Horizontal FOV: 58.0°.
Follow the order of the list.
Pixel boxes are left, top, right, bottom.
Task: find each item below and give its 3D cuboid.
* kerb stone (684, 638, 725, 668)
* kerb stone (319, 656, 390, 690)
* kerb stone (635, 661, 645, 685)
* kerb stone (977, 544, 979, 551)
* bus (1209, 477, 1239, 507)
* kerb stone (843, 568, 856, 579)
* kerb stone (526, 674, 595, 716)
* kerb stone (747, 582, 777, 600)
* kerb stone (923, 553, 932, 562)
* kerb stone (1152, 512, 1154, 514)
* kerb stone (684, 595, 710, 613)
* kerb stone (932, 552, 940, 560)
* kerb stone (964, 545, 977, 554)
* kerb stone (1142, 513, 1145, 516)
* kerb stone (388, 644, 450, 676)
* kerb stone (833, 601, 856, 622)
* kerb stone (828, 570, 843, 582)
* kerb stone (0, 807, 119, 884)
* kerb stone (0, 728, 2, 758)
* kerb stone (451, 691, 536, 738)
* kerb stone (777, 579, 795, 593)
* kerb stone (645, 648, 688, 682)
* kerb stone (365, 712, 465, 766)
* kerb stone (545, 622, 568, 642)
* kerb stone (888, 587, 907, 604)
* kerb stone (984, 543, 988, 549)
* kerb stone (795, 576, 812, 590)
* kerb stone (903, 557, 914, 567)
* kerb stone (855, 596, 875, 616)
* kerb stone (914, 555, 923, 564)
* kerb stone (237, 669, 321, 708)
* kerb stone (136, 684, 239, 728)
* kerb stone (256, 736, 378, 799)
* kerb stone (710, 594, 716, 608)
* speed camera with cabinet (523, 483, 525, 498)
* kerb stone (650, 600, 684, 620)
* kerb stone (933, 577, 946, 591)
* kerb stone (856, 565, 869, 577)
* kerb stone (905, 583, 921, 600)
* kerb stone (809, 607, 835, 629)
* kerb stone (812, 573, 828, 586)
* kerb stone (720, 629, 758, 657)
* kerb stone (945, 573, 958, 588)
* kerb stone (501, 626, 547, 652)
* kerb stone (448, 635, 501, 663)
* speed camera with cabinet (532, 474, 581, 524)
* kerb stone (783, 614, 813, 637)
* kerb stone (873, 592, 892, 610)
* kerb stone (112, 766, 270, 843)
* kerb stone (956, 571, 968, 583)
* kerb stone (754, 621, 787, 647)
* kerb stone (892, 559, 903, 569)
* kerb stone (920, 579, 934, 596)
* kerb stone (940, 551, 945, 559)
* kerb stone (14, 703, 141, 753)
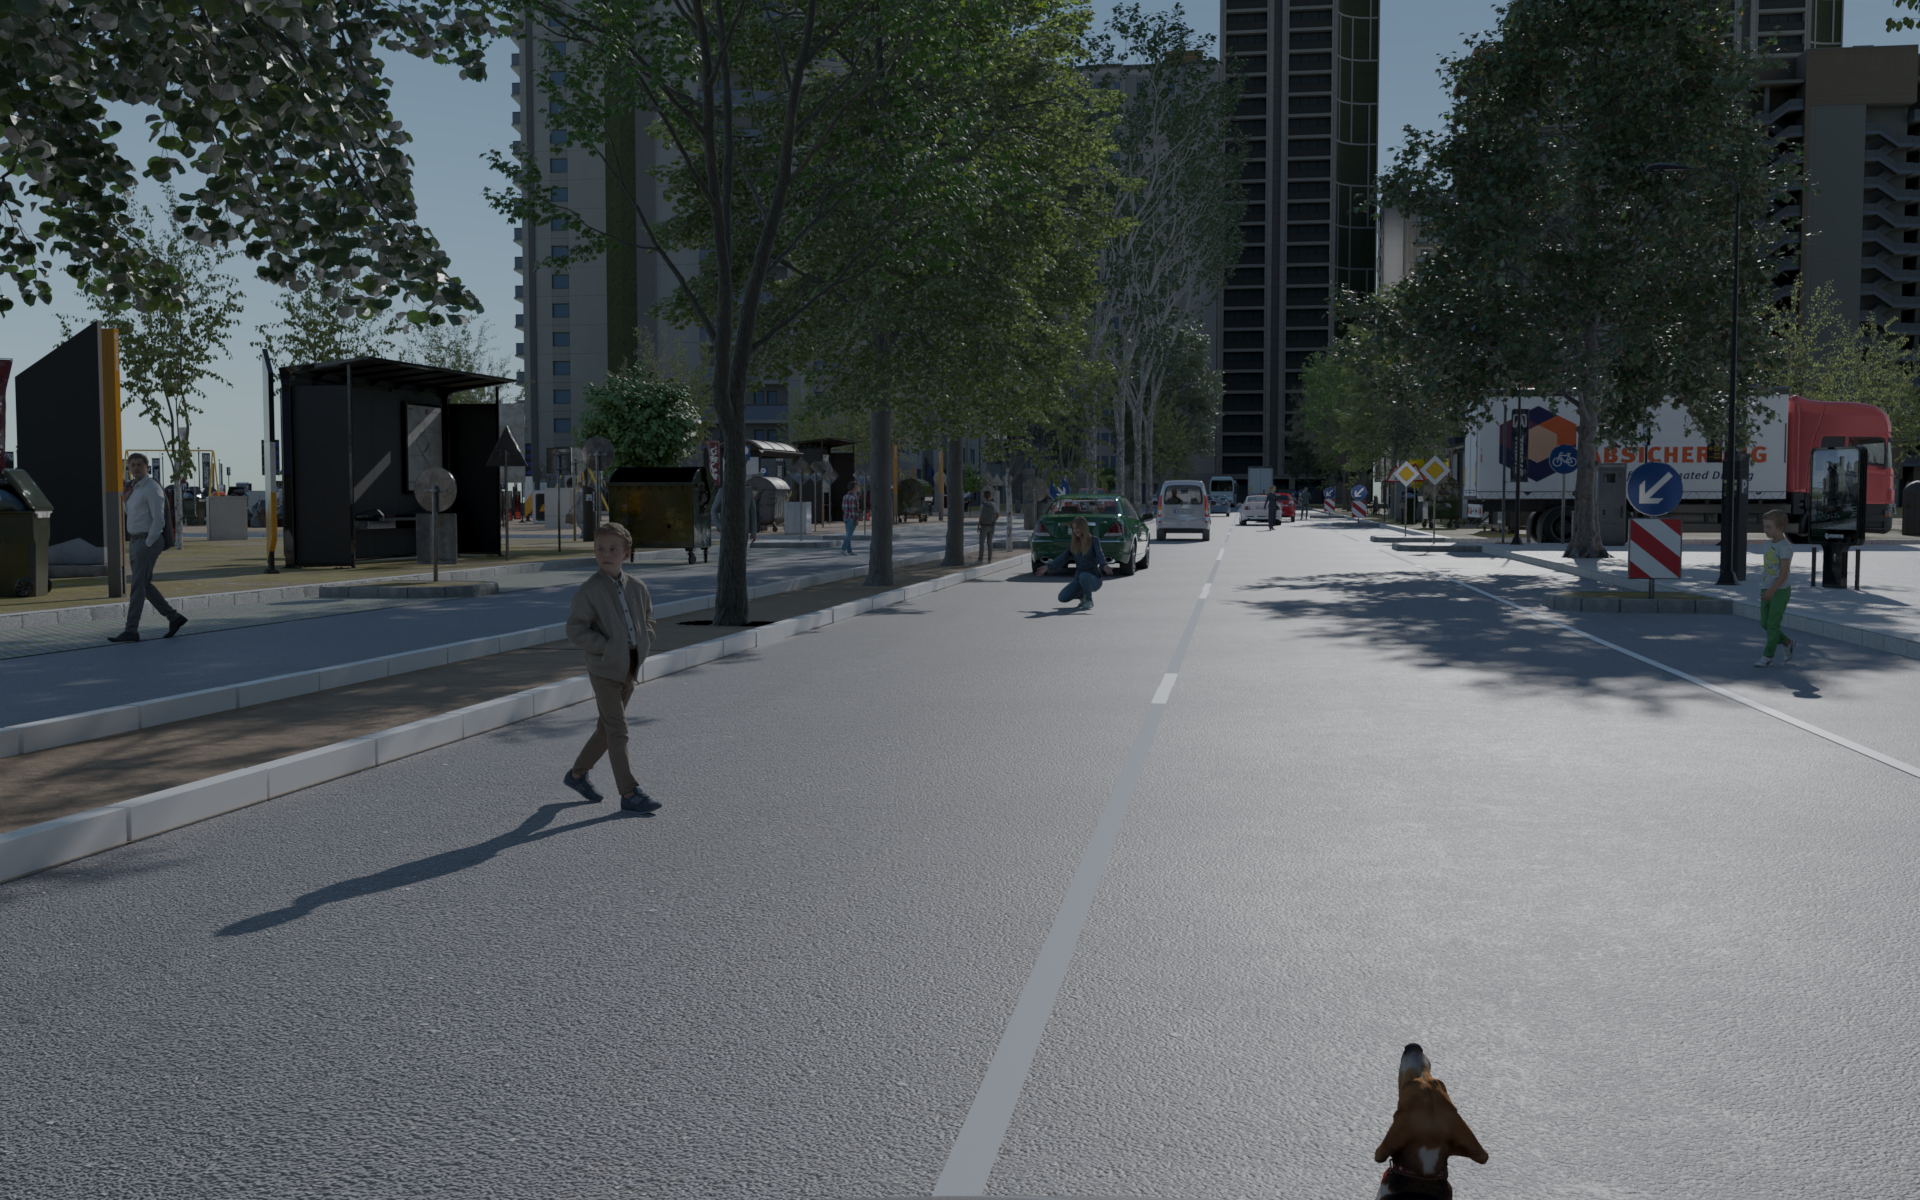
[{"bbox_3d":[-2.217,0.460,14.681,0.120,0.150,1.000,1,4,9],"label":"kerb stone"},{"bbox_3d":[-4.611,0.564,13.040,0.120,0.150,1.000,1,4,9],"label":"kerb stone"},{"bbox_3d":[-2.553,0.584,12.665,0.120,0.150,1.000,1,4,9],"label":"kerb stone"},{"bbox_3d":[0.387,-1.293,43.355,0.120,0.150,1.000,1,4,9],"label":"kerb stone"},{"bbox_3d":[28.802,-11.883,189.147,2.948,3.499,13.247,1,4,10],"label":"bus"},{"bbox_3d":[-1.958,-0.425,29.187,0.120,0.150,1.000,1,4,9],"label":"kerb stone"},{"bbox_3d":[-2.718,0.645,11.651,0.120,0.150,1.000,1,4,9],"label":"kerb stone"},{"bbox_3d":[-2.781,-0.118,24.141,0.120,0.150,1.000,1,4,9],"label":"kerb stone"},{"bbox_3d":[-0.791,-0.861,36.266,0.120,0.150,1.000,1,4,9],"label":"kerb stone"},{"bbox_3d":[14.161,-6.401,126.939,0.120,0.150,1.000,1,4,9],"label":"kerb stone"},{"bbox_3d":[-3.284,0.066,21.112,0.120,0.150,1.000,1,4,9],"label":"kerb stone"},{"bbox_3d":[-0.626,-0.921,37.275,0.120,0.150,1.000,1,4,9],"label":"kerb stone"},{"bbox_3d":[0.215,-1.233,42.347,0.120,0.150,1.000,1,4,9],"label":"kerb stone"},{"bbox_3d":[12.654,-5.848,117.817,0.120,0.150,1.000,1,4,9],"label":"kerb stone"},{"bbox_3d":[-4.445,0.500,14.049,0.120,0.150,1.000,1,4,9],"label":"kerb stone"},{"bbox_3d":[-1.380,0.150,19.745,0.120,0.150,1.000,1,4,9],"label":"kerb stone"},{"bbox_3d":[-2.126,-0.366,28.179,0.120,0.150,1.000,1,4,9],"label":"kerb stone"},{"bbox_3d":[-3.550,0.955,6.600,0.120,0.150,1.000,1,4,9],"label":"kerb stone"},{"bbox_3d":[-5.287,0.808,8.980,0.120,0.150,1.000,1,4,9],"label":"kerb stone"},{"bbox_3d":[-2.882,0.709,10.643,0.120,0.150,1.000,1,4,9],"label":"kerb stone"},{"bbox_3d":[-2.621,-0.181,25.152,0.120,0.150,1.000,1,4,9],"label":"kerb stone"},{"bbox_3d":[-2.382,0.521,13.673,0.120,0.150,1.000,1,4,9],"label":"kerb stone"},{"bbox_3d":[-3.047,0.774,9.634,0.120,0.150,1.000,1,4,9],"label":"kerb stone"},{"bbox_3d":[-3.946,0.313,17.078,0.120,0.150,1.000,1,4,9],"label":"kerb stone"},{"bbox_3d":[-0.890,-0.036,22.779,0.120,0.150,1.000,1,4,9],"label":"kerb stone"},{"bbox_3d":[0.545,-1.353,44.367,0.120,0.150,1.000,1,4,9],"label":"kerb stone"},{"bbox_3d":[-2.454,-0.242,26.160,0.120,0.150,1.000,1,4,9],"label":"kerb stone"},{"bbox_3d":[-1.116,-0.731,34.244,0.120,0.150,1.000,1,4,9],"label":"kerb stone"},{"bbox_3d":[-1.218,0.088,20.760,0.120,0.150,1.000,1,4,9],"label":"kerb stone"},{"bbox_3d":[-0.958,-0.791,35.258,0.120,0.150,1.000,1,4,9],"label":"kerb stone"},{"bbox_3d":[-4.774,0.622,12.031,0.120,0.150,1.000,1,4,9],"label":"kerb stone"},{"bbox_3d":[-4.948,0.684,11.019,0.120,0.150,1.000,1,4,9],"label":"kerb stone"},{"bbox_3d":[-3.215,0.836,8.623,0.120,0.150,1.000,1,4,9],"label":"kerb stone"},{"bbox_3d":[-3.110,0.007,22.119,0.120,0.150,1.000,1,4,9],"label":"kerb stone"},{"bbox_3d":[-29.993,-7.827,122.303,2.038,3.252,0.660,2,4,35],"label":"speed camera with cabinet"},{"bbox_3d":[-3.448,0.128,20.103,0.120,0.150,1.000,1,4,9],"label":"kerb stone"},{"bbox_3d":[-0.386,-0.221,25.803,0.120,0.150,1.000,1,4,9],"label":"kerb stone"},{"bbox_3d":[-1.780,-0.484,30.199,0.120,0.150,1.000,1,4,9],"label":"kerb stone"},{"bbox_3d":[-0.716,-0.097,23.786,0.120,0.150,1.000,1,4,9],"label":"kerb stone"},{"bbox_3d":[-1.556,0.216,18.736,0.120,0.150,1.000,1,4,9],"label":"kerb stone"},{"bbox_3d":[-2.285,-0.304,27.169,0.120,0.150,1.000,1,4,9],"label":"kerb stone"},{"bbox_3d":[-2.049,0.398,15.690,0.120,0.150,1.000,1,4,9],"label":"kerb stone"},{"bbox_3d":[-0.217,-0.276,26.811,0.120,0.150,1.000,1,4,9],"label":"kerb stone"},{"bbox_3d":[-4.111,0.379,16.069,0.120,0.150,1.000,1,4,9],"label":"kerb stone"},{"bbox_3d":[-4.278,0.437,15.057,0.120,0.150,1.000,1,4,9],"label":"kerb stone"},{"bbox_3d":[-17.450,-4.930,74.942,2.038,3.252,0.660,-1,4,-10],"label":"speed camera with cabinet"},{"bbox_3d":[-1.715,0.274,17.716,0.120,0.150,1.000,1,4,9],"label":"kerb stone"},{"bbox_3d":[-1.046,0.029,21.768,0.120,0.150,1.000,1,4,9],"label":"kerb stone"},{"bbox_3d":[-3.380,0.895,7.615,0.120,0.150,1.000,1,4,9],"label":"kerb stone"},{"bbox_3d":[-0.057,-0.341,27.821,0.120,0.150,1.000,1,4,9],"label":"kerb stone"},{"bbox_3d":[-1.877,0.336,16.697,0.120,0.150,1.000,1,4,9],"label":"kerb stone"},{"bbox_3d":[-1.293,-0.673,33.237,0.120,0.150,1.000,1,4,9],"label":"kerb stone"},{"bbox_3d":[-0.549,-0.159,24.794,0.120,0.150,1.000,1,4,9],"label":"kerb stone"},{"bbox_3d":[-0.448,-0.984,38.286,0.120,0.150,1.000,1,4,9],"label":"kerb stone"},{"bbox_3d":[-5.114,0.746,10.001,0.120,0.150,1.000,1,4,9],"label":"kerb stone"}]
